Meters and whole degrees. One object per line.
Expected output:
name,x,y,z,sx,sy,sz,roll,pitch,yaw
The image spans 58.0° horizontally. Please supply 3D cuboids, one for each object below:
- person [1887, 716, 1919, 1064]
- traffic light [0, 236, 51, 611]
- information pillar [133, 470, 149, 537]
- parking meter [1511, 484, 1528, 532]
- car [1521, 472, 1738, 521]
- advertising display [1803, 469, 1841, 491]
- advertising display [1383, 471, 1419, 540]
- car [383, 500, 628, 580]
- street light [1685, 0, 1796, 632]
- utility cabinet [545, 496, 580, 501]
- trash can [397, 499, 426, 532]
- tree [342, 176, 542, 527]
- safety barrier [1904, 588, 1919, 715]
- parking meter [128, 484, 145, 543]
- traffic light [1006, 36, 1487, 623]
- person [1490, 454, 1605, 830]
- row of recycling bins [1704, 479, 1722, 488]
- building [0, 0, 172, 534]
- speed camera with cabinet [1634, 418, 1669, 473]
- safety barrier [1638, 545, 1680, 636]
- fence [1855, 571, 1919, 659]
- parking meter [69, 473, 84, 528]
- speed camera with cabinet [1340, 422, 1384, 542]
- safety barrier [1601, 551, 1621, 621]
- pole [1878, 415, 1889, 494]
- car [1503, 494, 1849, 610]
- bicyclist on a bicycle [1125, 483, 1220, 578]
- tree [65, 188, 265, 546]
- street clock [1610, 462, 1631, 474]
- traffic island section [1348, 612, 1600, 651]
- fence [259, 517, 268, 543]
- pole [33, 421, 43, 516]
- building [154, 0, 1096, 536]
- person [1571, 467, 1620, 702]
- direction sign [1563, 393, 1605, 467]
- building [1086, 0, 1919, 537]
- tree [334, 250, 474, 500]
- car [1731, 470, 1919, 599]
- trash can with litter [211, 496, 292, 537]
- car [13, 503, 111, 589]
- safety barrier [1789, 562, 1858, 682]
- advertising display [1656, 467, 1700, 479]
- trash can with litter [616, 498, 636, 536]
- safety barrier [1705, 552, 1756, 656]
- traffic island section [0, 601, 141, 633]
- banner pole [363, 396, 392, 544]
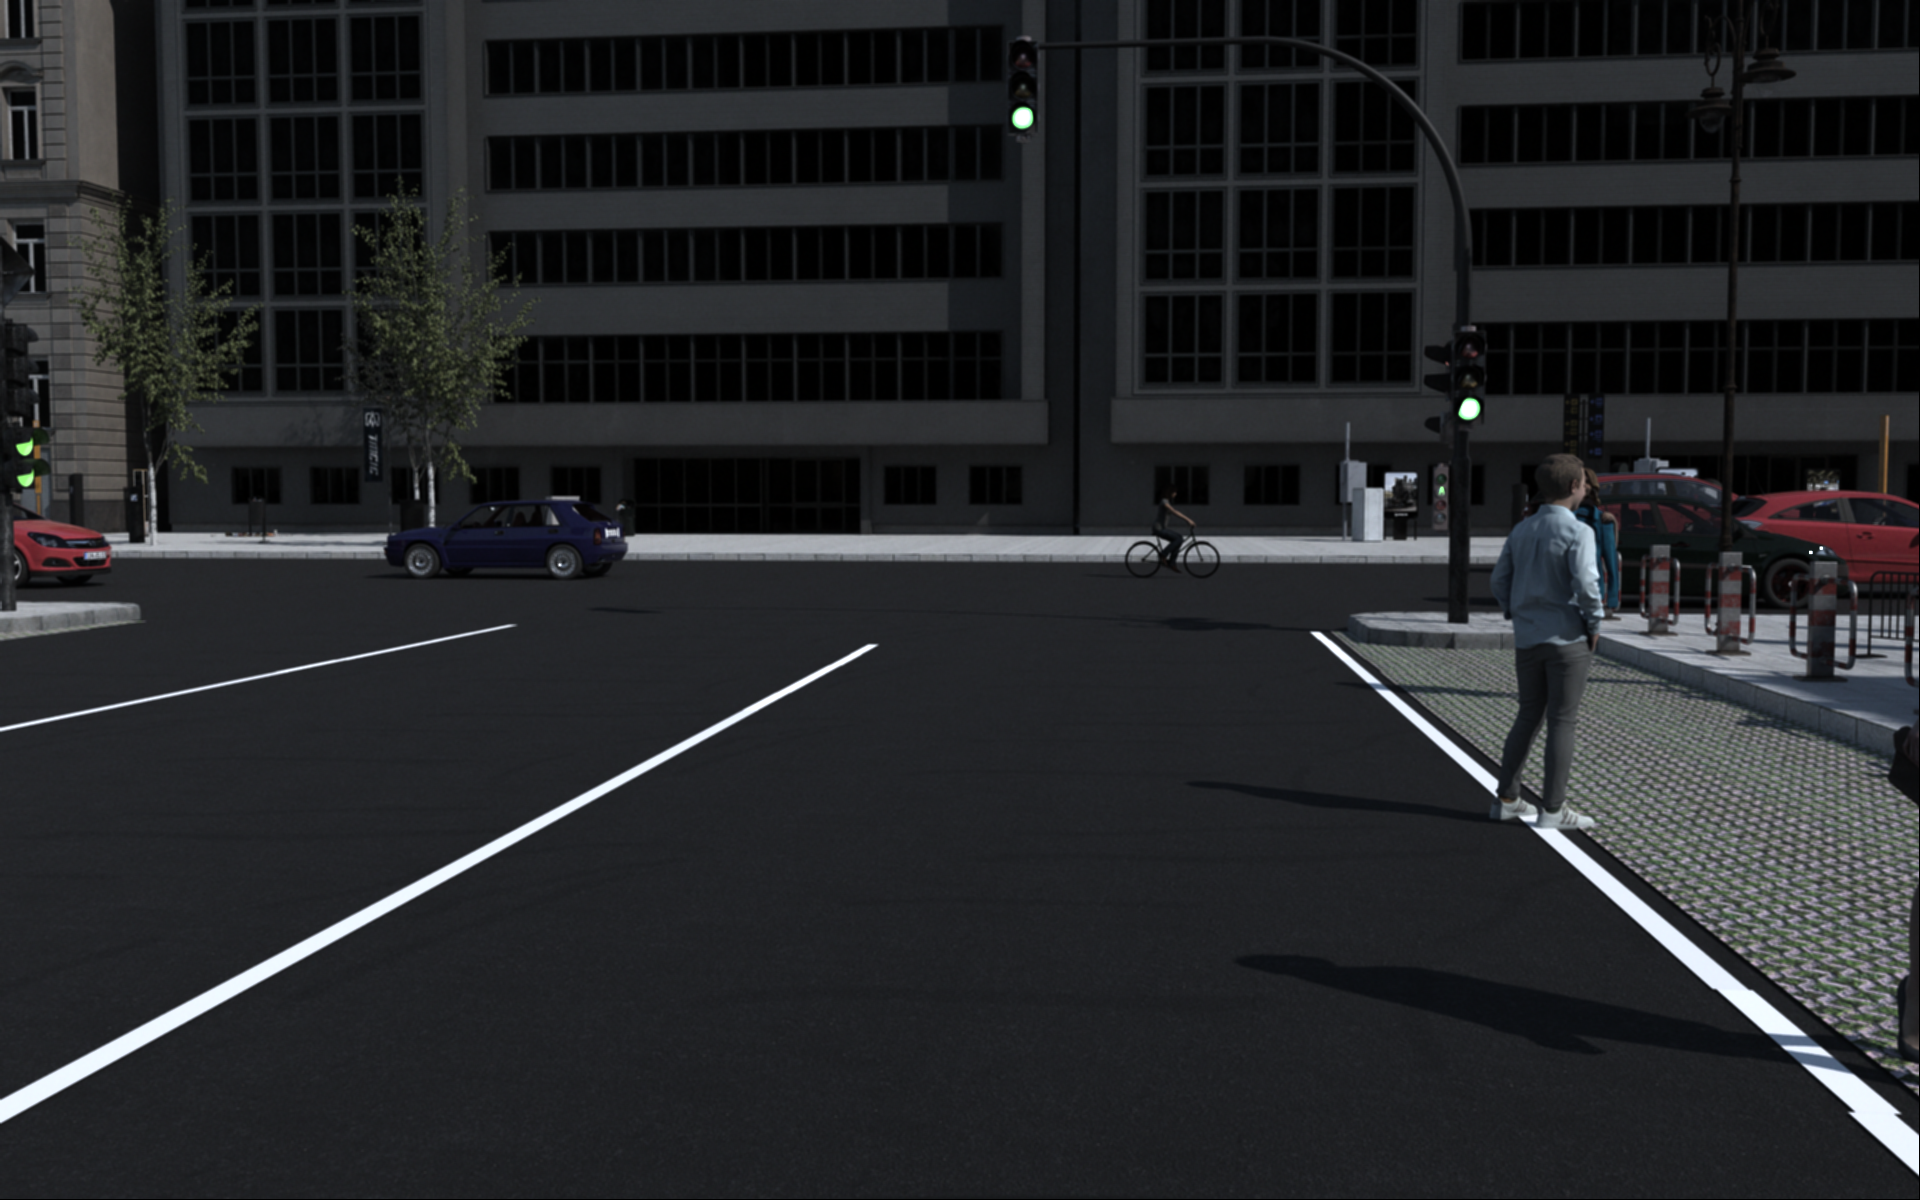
person,2.496,0.271,4.090,0.581,1.822,0.654,1,4,9
traffic light,-10.422,-1.833,18.883,0.839,4.253,0.868,0,4,6
information pillar,-24.603,-2.909,52.059,0.304,2.012,0.304,0,4,-2
parking meter,13.551,-2.052,41.963,0.372,1.533,0.369,0,3,0
car,12.872,-1.389,31.380,5.304,1.827,2.281,0,4,6
advertising display,22.072,-2.396,44.383,0.974,1.923,0.123,-1,4,-10
advertising display,12.231,-2.624,48.111,0.974,1.923,0.123,0,4,2
car,-7.791,-1.053,29.795,3.894,1.354,1.945,0,4,7
street light,6.898,-2.611,15.476,0.468,5.910,1.993,0,4,6
utility cabinet,-11.456,-2.372,49.947,0.306,1.237,1.020,3,4,38
trash can,-14.617,-2.114,46.221,0.748,1.137,0.748,0,3,0
tree,-12.354,-5.548,41.072,4.737,8.622,4.395,0,3,0
safety barrier,5.703,0.263,9.981,0.300,0.817,1.120,0,4,6
parking meter,-21.615,-2.265,45.448,0.372,1.533,0.369,0,3,0
traffic light,2.856,-2.606,17.270,4.771,5.953,1.251,0,4,6
person,2.549,0.176,7.435,0.330,1.601,0.589,-1,4,-19
row of recycling bins,18.946,-2.451,47.194,3.534,1.692,1.069,2,4,35
building,-39.205,-16.161,61.503,25.104,27.353,12.463,0,4,6
speed camera with cabinet,18.392,-3.071,44.548,0.660,3.252,2.038,-2,4,-35
safety barrier,6.347,-0.089,15.724,0.300,0.817,1.120,0,4,6
fence,7.474,0.167,12.638,0.278,0.683,2.069,-1,4,-21
parking meter,-24.967,-2.644,48.944,0.399,1.863,0.255,3,5,41
speed camera with cabinet,10.939,-3.231,47.168,0.660,3.252,2.038,0,4,-6
safety barrier,6.562,-0.205,17.628,0.300,0.817,1.120,0,4,6
pole,23.935,-3.124,44.928,0.158,3.312,0.155,0,3,0
car,9.149,-0.769,22.360,4.222,1.686,2.009,0,4,5
bicyclist on a bicycle,3.628,-1.192,29.518,1.625,1.676,1.499,0,4,5
tree,-19.710,-5.641,42.587,4.737,8.622,4.395,0,3,0
street clock,15.135,-2.151,39.732,0.471,2.002,0.358,-2,4,-34
traffic island section,4.983,0.305,17.287,2.009,0.180,2.903,0,4,6
fence,-18.478,-1.871,45.967,0.278,0.683,2.069,-1,4,-21
pole,-25.656,-3.325,48.200,0.158,3.312,0.155,0,3,0
building,-10.697,-14.750,60.232,30.058,24.678,14.314,0,4,6
person,4.206,-0.103,11.895,0.593,1.614,0.444,2,4,30
direction sign,14.008,-2.873,38.970,0.876,3.537,0.379,2,4,34
building,19.060,-14.484,55.877,30.058,24.678,14.314,0,4,6
tree,-16.429,-6.213,51.945,4.360,8.622,3.978,0,3,0
car,12.736,-0.932,24.282,4.494,1.783,2.155,0,4,7
trash can with litter,-21.634,-2.542,52.615,2.233,1.210,1.678,1,4,12
car,-15.553,-1.101,27.046,4.494,1.783,2.155,0,4,7
safety barrier,5.914,0.146,11.886,0.300,0.817,1.120,0,4,6
advertising display,17.063,-2.203,41.237,0.974,1.923,0.123,1,4,10
trash can with litter,-10.223,-2.534,52.825,0.624,1.170,1.055,-1,4,-17
safety barrier,6.134,0.028,13.810,0.300,0.817,1.120,0,4,6
traffic island section,-10.461,0.199,19.022,2.009,0.180,2.903,0,4,6
banner pole,-14.830,-3.319,44.285,0.863,3.779,0.401,0,4,-1
